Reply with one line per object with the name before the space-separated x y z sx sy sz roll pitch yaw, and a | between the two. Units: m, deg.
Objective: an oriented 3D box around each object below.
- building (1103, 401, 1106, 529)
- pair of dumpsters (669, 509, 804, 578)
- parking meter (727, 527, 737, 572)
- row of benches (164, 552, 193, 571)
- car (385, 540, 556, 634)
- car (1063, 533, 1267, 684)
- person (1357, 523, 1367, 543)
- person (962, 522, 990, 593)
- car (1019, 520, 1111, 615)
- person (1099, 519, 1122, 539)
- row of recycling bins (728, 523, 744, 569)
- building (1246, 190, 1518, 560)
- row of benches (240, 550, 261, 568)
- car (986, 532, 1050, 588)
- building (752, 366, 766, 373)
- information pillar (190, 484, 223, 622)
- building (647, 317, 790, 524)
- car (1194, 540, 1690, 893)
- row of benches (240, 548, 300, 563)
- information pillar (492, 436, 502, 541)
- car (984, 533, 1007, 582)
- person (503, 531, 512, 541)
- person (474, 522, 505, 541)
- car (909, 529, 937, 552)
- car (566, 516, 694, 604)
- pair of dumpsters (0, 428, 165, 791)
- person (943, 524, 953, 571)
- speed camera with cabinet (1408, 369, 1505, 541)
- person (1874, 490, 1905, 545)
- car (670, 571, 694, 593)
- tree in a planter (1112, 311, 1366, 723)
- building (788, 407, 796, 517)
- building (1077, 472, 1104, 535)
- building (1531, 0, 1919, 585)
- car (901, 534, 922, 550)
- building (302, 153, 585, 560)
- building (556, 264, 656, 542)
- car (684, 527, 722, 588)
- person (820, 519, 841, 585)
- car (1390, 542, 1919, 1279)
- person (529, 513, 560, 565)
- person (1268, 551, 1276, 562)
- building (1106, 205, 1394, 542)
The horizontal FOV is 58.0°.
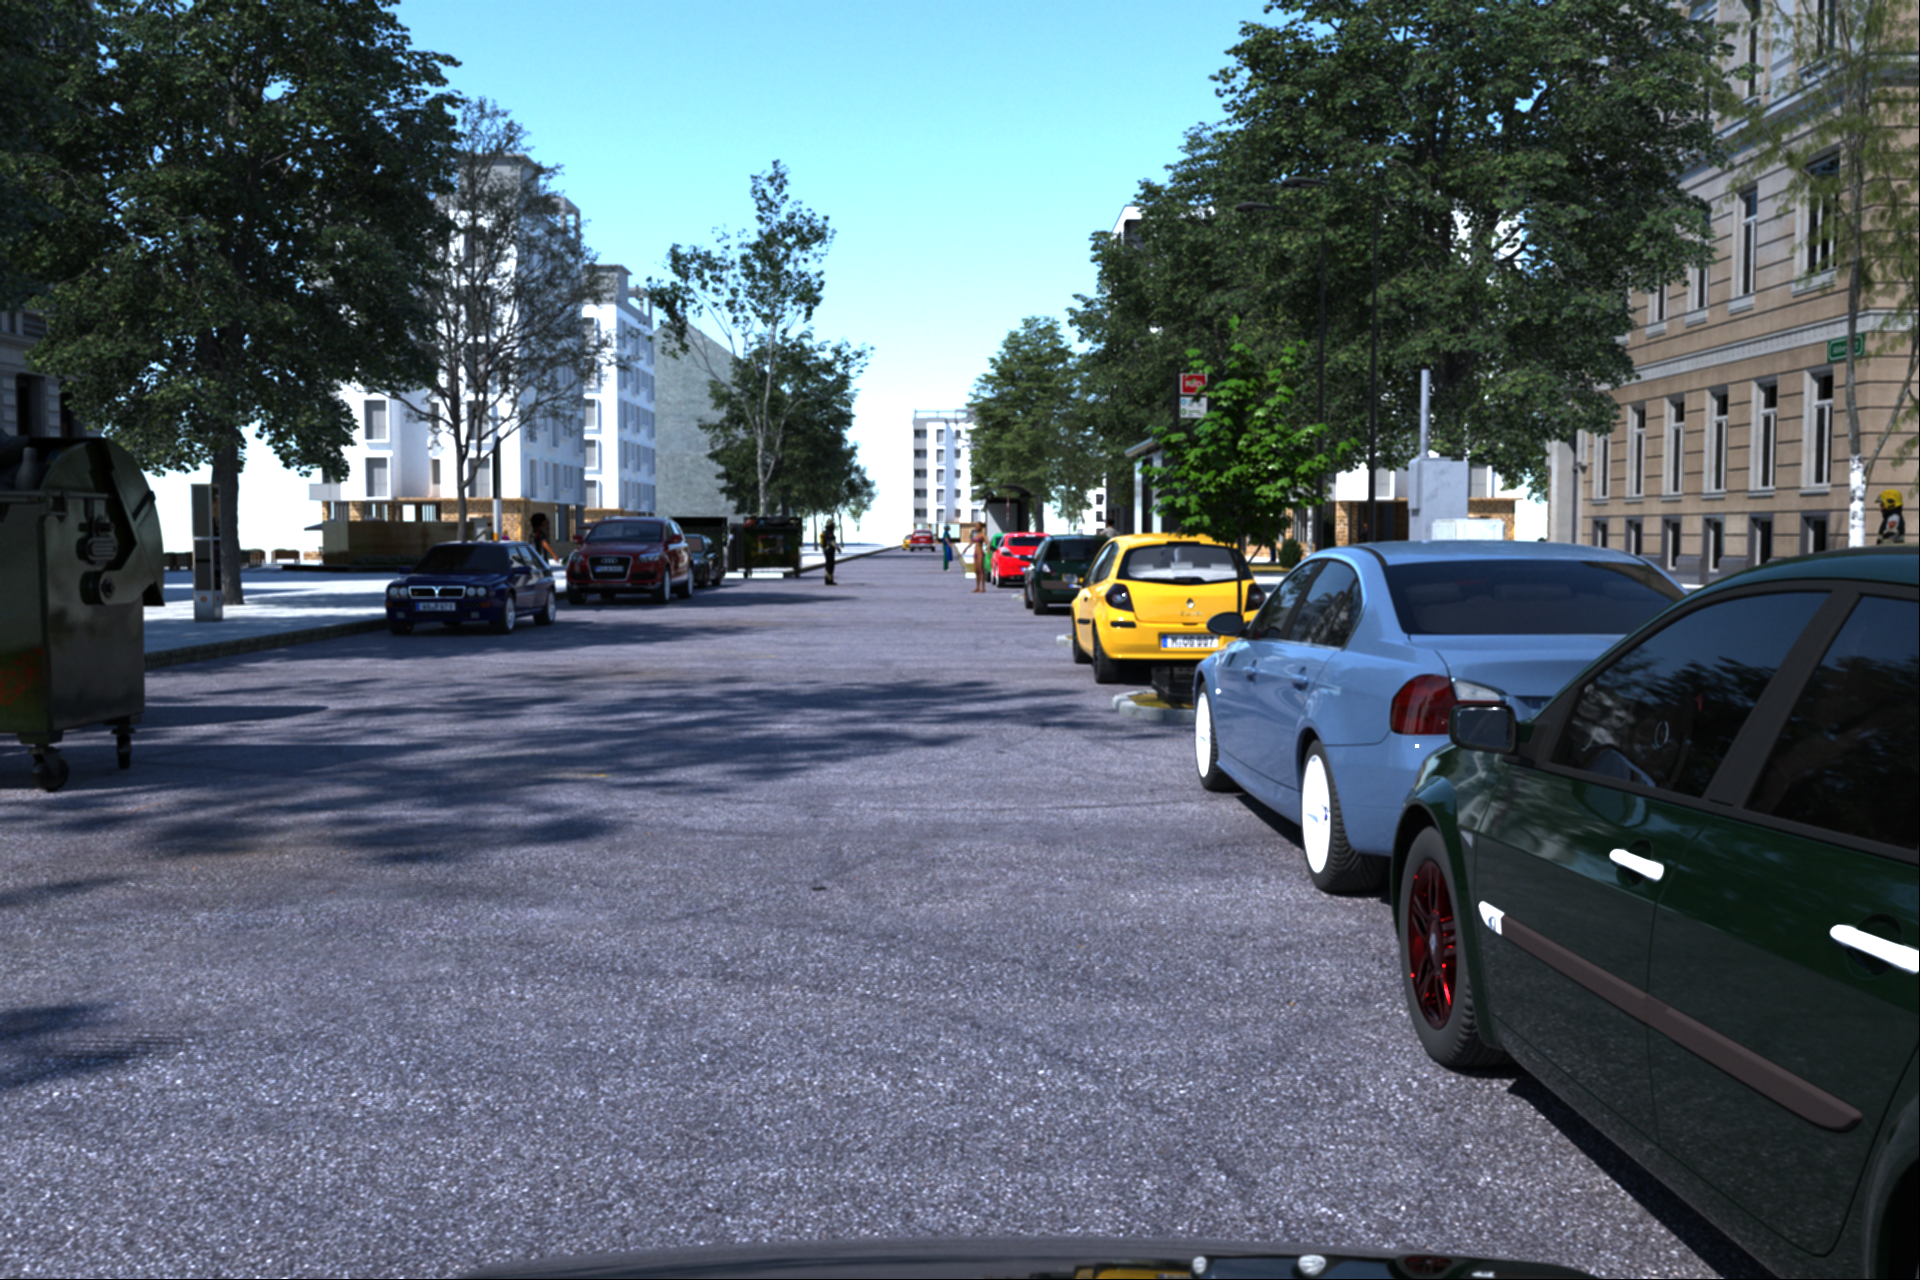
building | 21.492 -20.853 197.360 16.016 20.090 11.380 0 4 0
pair of dumpsters | -7.357 -3.167 56.736 4.436 2.255 1.574 0 4 0
parking meter | -7.805 -3.109 59.247 0.372 1.533 0.369 0 3 0
row of benches | -27.609 -2.783 60.967 1.422 0.672 4.104 0 3 0
car | -7.277 -0.818 25.957 1.945 1.354 3.894 0 3 0
car | 2.113 -0.477 18.016 2.015 1.641 3.980 0 4 -1
person | 18.534 -4.456 79.073 0.704 1.802 1.346 -1 4 -16
person | 0.413 -2.032 42.488 0.721 1.733 1.217 -2 4 -31
car | 2.122 -1.360 32.028 2.009 1.686 4.222 0 4 -1
person | 4.375 -2.707 51.035 1.217 1.739 0.721 -1 4 -18
row of recycling bins | -8.454 -3.588 65.770 1.069 1.692 3.534 0 4 0
building | 21.483 -14.792 98.268 16.016 20.090 11.380 0 4 -1
row of benches | -27.343 -3.116 66.412 1.422 0.672 4.104 -1 4 -17
car | 1.819 -2.361 47.649 2.155 1.783 4.494 0 4 -2
building | -27.355 -20.757 195.793 16.016 20.090 11.380 0 3 0
information pillar | -11.031 -1.277 25.368 0.304 2.012 0.304 0 3 0
building | -28.313 -21.521 182.792 19.493 23.208 18.063 0 4 0
car | 2.255 0.231 8.225 2.014 1.417 4.499 0 4 -1
row of benches | -30.987 -3.671 75.483 4.104 0.672 1.422 -2 4 -34
information pillar | -10.993 -3.048 41.184 0.183 3.616 0.504 0 4 -1
car | 1.621 -2.694 52.836 1.959 1.807 4.718 0 4 -1
person | -19.582 -4.015 74.919 0.599 1.433 0.991 2 4 28
person | -19.529 -4.015 71.914 1.348 1.796 0.705 0 4 -5
car | -3.042 -8.093 140.996 2.281 1.827 5.304 0 4 -1
car | -6.986 -1.735 37.038 2.281 1.827 5.304 0 4 0
pair of dumpsters | -7.102 -0.307 9.967 4.436 2.255 1.574 0 4 0
person | -0.481 -3.561 66.809 0.704 1.817 1.347 0 4 -4
speed camera with cabinet | 5.787 -1.584 20.238 0.660 3.252 2.038 0 4 0
person | 12.061 -1.026 22.538 0.704 1.858 1.351 2 4 33
car | -7.634 -2.035 42.867 1.945 1.707 3.694 0 4 -1
tree in a planter | 2.264 -1.025 13.979 1.991 3.239 1.994 0 4 -1
building | -31.262 -22.058 227.103 16.747 18.905 31.486 0 4 -1
building | 20.494 -17.256 224.280 9.099 9.664 28.070 0 3 0
building | 24.706 -15.812 44.431 13.634 28.700 20.117 0 3 0
car | -4.195 -8.732 152.987 2.015 1.641 3.980 0 4 0
building | -26.679 -14.125 87.367 16.016 20.090 11.380 0 4 0
building | -28.787 -16.273 122.488 16.016 20.090 11.380 0 4 0
car | -7.520 -2.267 46.848 2.009 1.686 4.222 0 3 0
person | -3.636 -2.476 48.721 0.705 1.856 1.354 -1 4 -20
car | 2.141 0.386 3.481 2.009 1.686 4.222 0 4 -1
person | -7.736 -1.433 32.028 0.704 1.843 1.345 -2 4 -33
person | 14.240 -4.446 79.162 0.721 1.772 1.216 3 5 43
building | 24.203 -17.129 124.041 27.936 21.610 32.646 0 4 0
